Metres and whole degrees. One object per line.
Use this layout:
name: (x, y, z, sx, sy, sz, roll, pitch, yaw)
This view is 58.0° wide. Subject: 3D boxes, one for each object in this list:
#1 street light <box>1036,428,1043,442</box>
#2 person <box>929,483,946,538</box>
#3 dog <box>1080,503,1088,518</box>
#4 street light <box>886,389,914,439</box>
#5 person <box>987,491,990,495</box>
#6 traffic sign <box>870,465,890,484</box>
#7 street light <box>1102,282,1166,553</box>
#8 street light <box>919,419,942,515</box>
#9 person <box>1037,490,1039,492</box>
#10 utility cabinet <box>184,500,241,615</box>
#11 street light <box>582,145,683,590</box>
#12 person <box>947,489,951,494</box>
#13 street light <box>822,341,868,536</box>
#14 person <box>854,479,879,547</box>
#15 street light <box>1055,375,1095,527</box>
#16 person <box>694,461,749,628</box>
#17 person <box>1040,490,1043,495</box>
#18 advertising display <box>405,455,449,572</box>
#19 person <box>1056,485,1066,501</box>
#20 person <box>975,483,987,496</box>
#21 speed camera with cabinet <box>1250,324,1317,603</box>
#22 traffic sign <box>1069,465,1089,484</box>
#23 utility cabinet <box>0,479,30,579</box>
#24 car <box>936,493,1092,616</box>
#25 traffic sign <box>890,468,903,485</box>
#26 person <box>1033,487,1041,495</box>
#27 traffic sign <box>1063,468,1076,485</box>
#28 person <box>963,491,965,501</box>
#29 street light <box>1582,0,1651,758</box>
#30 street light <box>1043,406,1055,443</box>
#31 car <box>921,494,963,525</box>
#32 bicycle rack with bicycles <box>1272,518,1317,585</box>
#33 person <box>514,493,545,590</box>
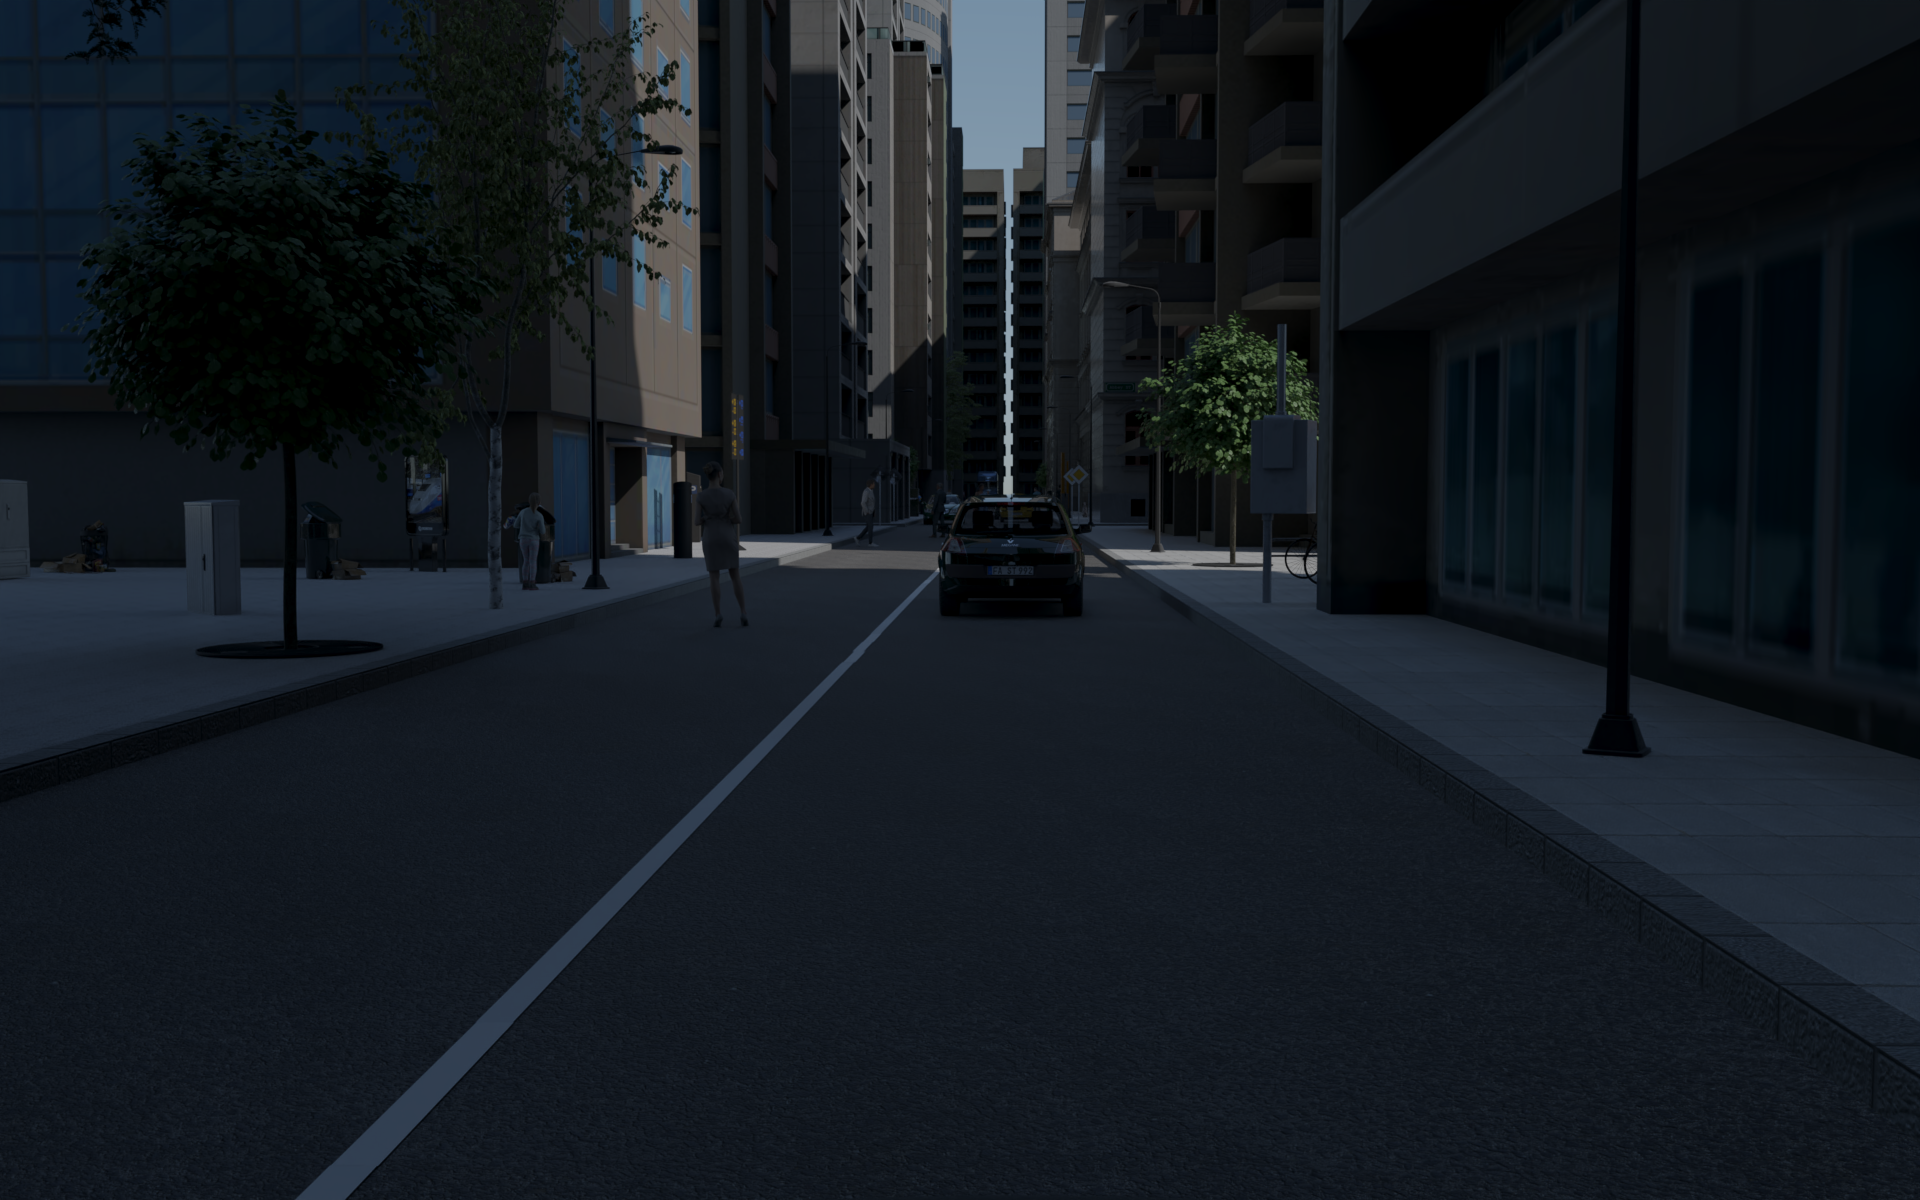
street light: (6.278, -9.126, 121.750, 1.470, 5.913, 1.316, 0, 4, 2)
person: (-0.753, -2.965, 57.145, 0.590, 1.801, 0.661, 3, 4, 36)
dog: (6.734, -4.908, 94.633, 0.513, 0.831, 0.800, 3, 5, 40)
street light: (-2.736, -6.391, 77.031, 1.470, 5.913, 1.316, 0, 4, 2)
person: (2.407, -8.681, 151.176, 0.760, 1.731, 0.466, 1, 4, 9)
traffic sign: (-3.183, -4.059, 68.547, 0.795, 2.593, 0.064, 0, 4, 2)
street light: (3.814, -4.005, 38.030, 1.470, 5.913, 1.316, 0, 4, 2)
street light: (-1.826, -8.276, 107.846, 1.470, 5.913, 1.316, 0, 4, 2)
person: (8.937, -11.824, 199.893, 0.617, 1.759, 0.750, 2, 4, 33)
utility cabinet: (-8.089, -0.463, 18.727, 0.306, 1.237, 1.020, -3, 5, -39)
street light: (-4.383, -3.099, 23.215, 1.470, 5.913, 1.316, 0, 4, 2)
person: (-0.901, -8.800, 150.669, 0.466, 1.731, 0.760, -1, 4, -19)
street light: (-3.509, -4.910, 52.813, 1.470, 5.913, 1.316, 0, 4, 2)
person: (-2.555, -2.368, 47.065, 0.795, 1.843, 0.661, 1, 4, 16)
street light: (4.595, -5.831, 67.875, 1.470, 5.913, 1.316, 0, 4, 2)
person: (-2.572, -0.601, 18.664, 0.599, 1.781, 0.374, -1, 4, -14)
person: (8.744, -10.971, 186.128, 1.217, 1.735, 0.721, -2, 4, -24)
advertising display: (-8.803, -1.431, 28.608, 0.974, 1.923, 0.123, 2, 4, 35)
person: (6.592, -6.605, 113.398, 0.648, 1.900, 0.474, -2, 4, -32)
person: (0.727, -3.263, 61.952, 0.616, 1.811, 0.778, -1, 4, -18)
speed camera with cabinet: (4.457, -1.581, 20.178, 2.038, 3.252, 0.660, 1, 4, 23)
traffic sign: (4.707, -4.042, 68.284, 0.795, 2.593, 0.064, 0, 4, 2)
utility cabinet: (-14.366, -1.048, 25.808, 0.318, 1.500, 1.173, 0, 4, 5)
car: (0.667, -0.732, 21.757, 2.009, 1.686, 4.222, 0, 4, 3)
traffic sign: (-2.937, -4.547, 76.528, 0.795, 2.593, 0.064, 0, 4, 2)
person: (4.721, -6.018, 106.755, 0.638, 1.841, 0.748, 0, 4, -5)
traffic sign: (4.953, -4.531, 76.266, 0.795, 2.593, 0.064, 0, 4, 2)
person: (0.473, -12.230, 206.935, 0.436, 1.711, 0.756, -1, 4, -12)
street light: (2.718, -2.196, 8.438, 1.470, 5.913, 1.316, 0, 4, 2)
street light: (5.272, -7.278, 91.541, 1.470, 5.913, 1.316, 0, 4, 2)
car: (-0.734, -4.321, 82.443, 2.131, 1.459, 4.920, 0, 4, 3)
bicycle rack with bicycles: (5.937, -0.745, 25.569, 2.925, 0.926, 2.852, -1, 4, -14)
person: (-5.748, -0.785, 23.165, 0.425, 1.301, 0.394, 0, 4, -6)
